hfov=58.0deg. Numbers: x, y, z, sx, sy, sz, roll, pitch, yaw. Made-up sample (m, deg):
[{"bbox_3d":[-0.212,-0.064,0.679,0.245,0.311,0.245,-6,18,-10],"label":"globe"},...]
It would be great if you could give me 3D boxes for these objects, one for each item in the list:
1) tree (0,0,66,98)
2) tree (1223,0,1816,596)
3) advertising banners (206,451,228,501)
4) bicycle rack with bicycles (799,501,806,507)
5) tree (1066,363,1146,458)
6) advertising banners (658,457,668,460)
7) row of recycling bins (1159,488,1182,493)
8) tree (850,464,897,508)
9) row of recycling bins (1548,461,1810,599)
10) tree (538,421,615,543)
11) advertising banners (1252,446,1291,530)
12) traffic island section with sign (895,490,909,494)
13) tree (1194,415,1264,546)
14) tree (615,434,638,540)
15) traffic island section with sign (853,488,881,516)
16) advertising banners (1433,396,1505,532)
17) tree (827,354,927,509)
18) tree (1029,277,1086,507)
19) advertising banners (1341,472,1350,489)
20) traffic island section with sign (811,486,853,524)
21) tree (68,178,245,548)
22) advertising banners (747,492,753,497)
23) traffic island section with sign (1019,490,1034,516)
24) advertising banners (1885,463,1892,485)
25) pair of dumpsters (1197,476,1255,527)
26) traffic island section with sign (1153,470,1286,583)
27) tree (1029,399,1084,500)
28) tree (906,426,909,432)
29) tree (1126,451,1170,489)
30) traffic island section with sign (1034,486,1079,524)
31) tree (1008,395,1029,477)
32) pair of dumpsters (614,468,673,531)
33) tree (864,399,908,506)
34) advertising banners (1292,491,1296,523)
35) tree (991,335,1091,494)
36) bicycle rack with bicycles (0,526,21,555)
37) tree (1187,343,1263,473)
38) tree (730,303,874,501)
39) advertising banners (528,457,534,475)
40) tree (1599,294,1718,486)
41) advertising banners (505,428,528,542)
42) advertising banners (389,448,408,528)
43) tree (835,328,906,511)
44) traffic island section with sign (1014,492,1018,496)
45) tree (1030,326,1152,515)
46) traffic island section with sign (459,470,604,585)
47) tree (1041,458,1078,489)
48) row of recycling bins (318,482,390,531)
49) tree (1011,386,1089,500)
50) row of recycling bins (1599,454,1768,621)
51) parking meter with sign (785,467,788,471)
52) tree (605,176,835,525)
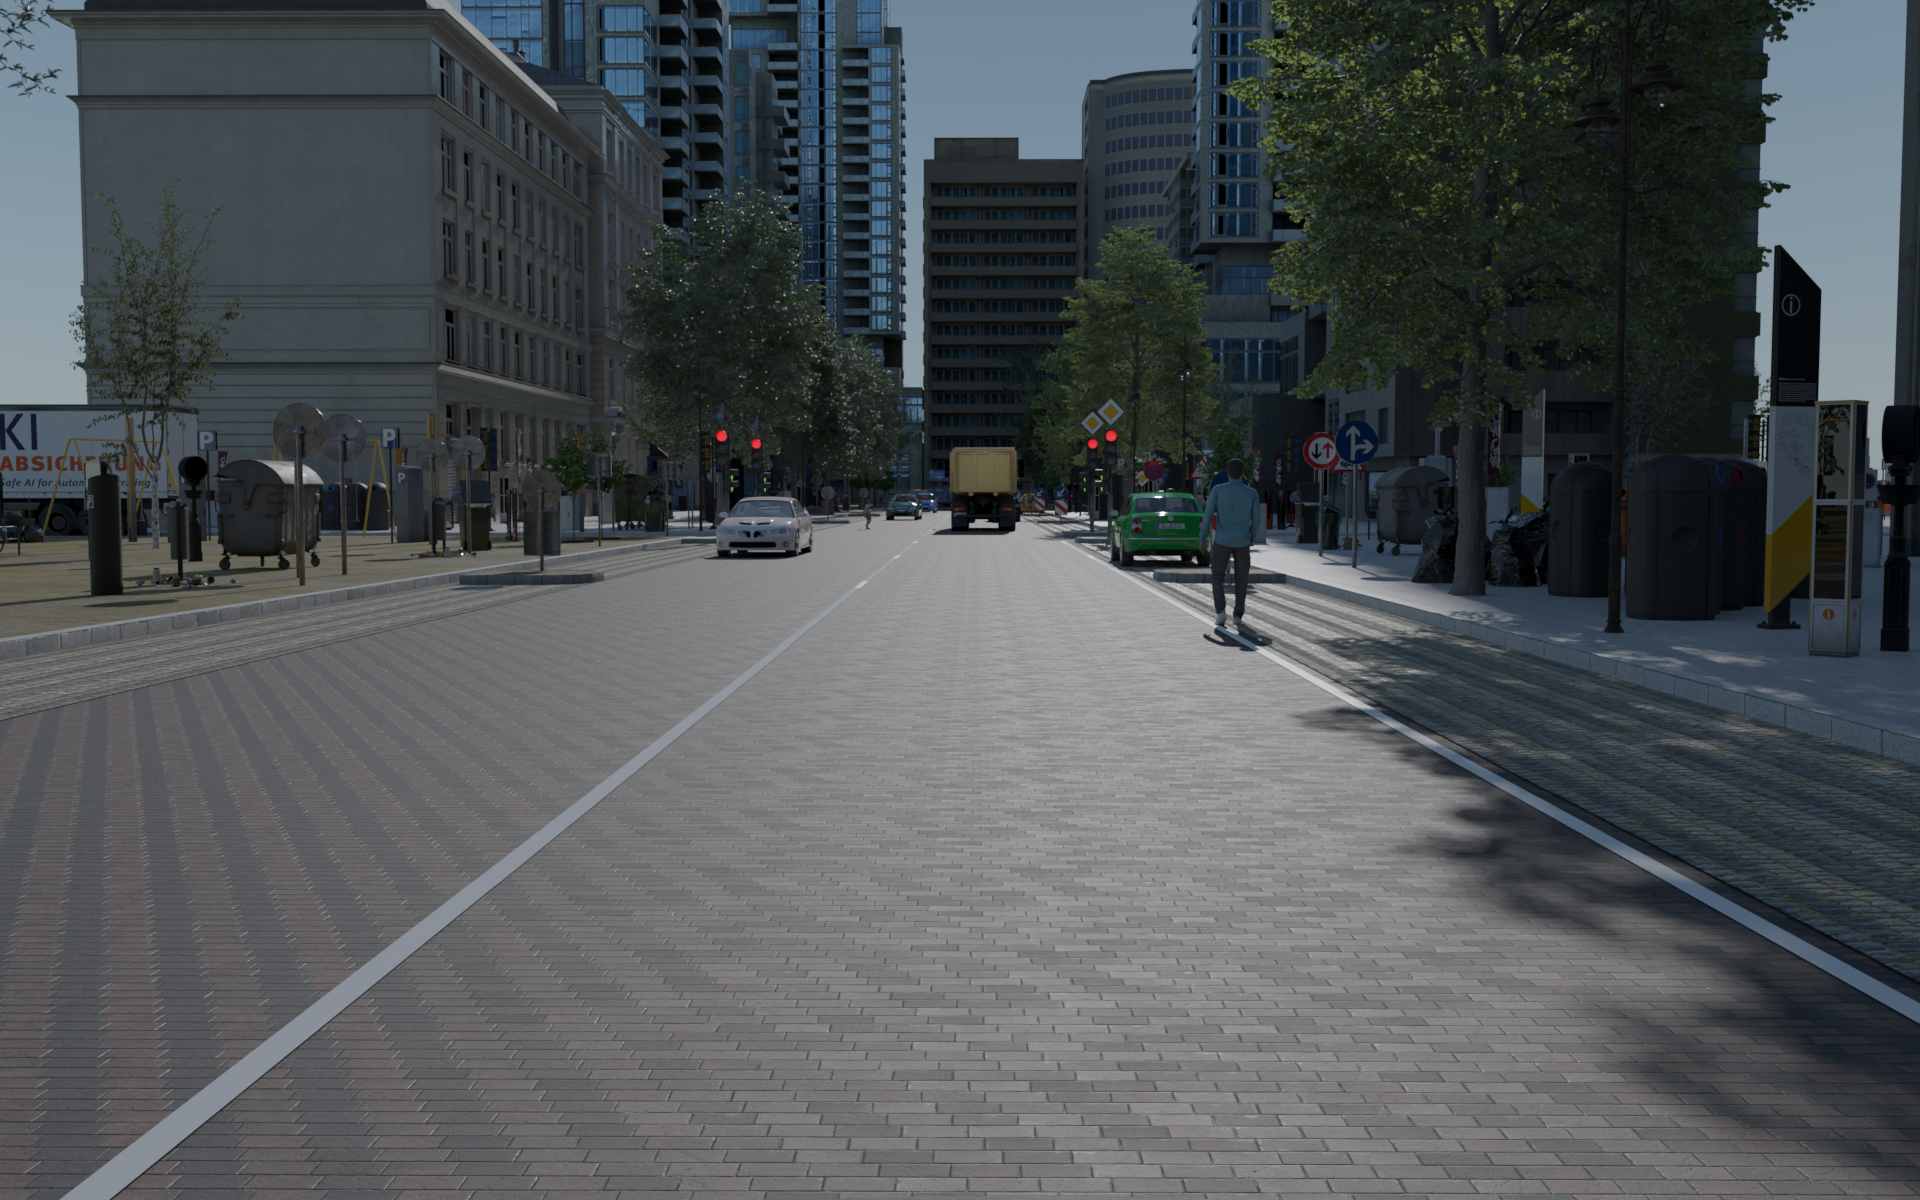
[{"bbox_3d":[-9.346,-6.149,10.912,12.009,13.543,11.850,0,3,0],"label":"tree"},{"bbox_3d":[6.807,-6.349,21.933,7.486,12.596,7.792,0,3,0],"label":"tree"},{"bbox_3d":[-30.193,-4.493,69.640,0.090,3.025,2.074,1,4,23],"label":"advertising banners"},{"bbox_3d":[-12.371,-7.219,131.413,2.925,0.926,2.852,-3,5,-44],"label":"bicycle rack with bicycles"},{"bbox_3d":[8.035,-8.877,95.499,4.360,8.622,3.978,0,3,0],"label":"tree"},{"bbox_3d":[-14.856,-5.283,82.565,2.074,3.025,0.090,1,4,15],"label":"advertising banners"},{"bbox_3d":[14.990,-7.333,127.007,3.534,1.692,1.069,2,4,25],"label":"row of recycling bins"},{"bbox_3d":[-8.937,-10.896,161.866,4.285,4.588,4.351,0,3,0],"label":"tree"},{"bbox_3d":[9.207,-0.885,21.581,3.534,1.692,1.069,0,4,8],"label":"row of recycling bins"},{"bbox_3d":[-10.409,-3.145,46.027,1.663,3.219,1.824,0,3,0],"label":"tree"},{"bbox_3d":[11.241,-4.084,62.954,0.090,3.025,2.074,-2,4,-28],"label":"advertising banners"},{"bbox_3d":[-5.629,-9.355,161.576,1.989,1.847,2.006,0,4,1],"label":"traffic island section with sign"},{"bbox_3d":[6.593,-2.940,42.673,1.663,3.219,1.824,0,3,0],"label":"tree"},{"bbox_3d":[-10.232,-3.325,48.965,1.663,3.219,1.824,0,3,0],"label":"tree"},{"bbox_3d":[-6.110,-6.253,110.860,1.989,1.847,2.006,0,4,1],"label":"traffic island section with sign"},{"bbox_3d":[8.995,-2.099,30.514,2.074,3.025,0.090,-3,5,-40],"label":"advertising banners"},{"bbox_3d":[-8.449,-14.699,150.694,12.009,13.543,11.850,0,3,0],"label":"tree"},{"bbox_3d":[7.658,-9.498,73.412,7.486,12.596,7.792,0,3,0],"label":"tree"},{"bbox_3d":[19.531,-5.406,84.570,2.074,3.025,0.090,1,4,21],"label":"advertising banners"},{"bbox_3d":[-6.356,-4.596,83.765,1.989,1.847,2.006,0,4,1],"label":"traffic island section with sign"},{"bbox_3d":[-19.067,-5.536,40.868,4.360,8.622,3.978,0,3,0],"label":"tree"},{"bbox_3d":[-15.274,-8.328,132.350,2.074,3.025,0.090,0,4,4],"label":"advertising banners"},{"bbox_3d":[5.010,-6.300,111.637,1.989,1.847,2.006,0,4,1],"label":"traffic island section with sign"},{"bbox_3d":[36.023,-4.258,65.809,2.074,3.025,0.090,0,4,-3],"label":"advertising banners"},{"bbox_3d":[9.699,-3.710,63.153,1.574,2.255,4.437,0,4,1],"label":"pair of dumpsters"},{"bbox_3d":[4.236,-1.224,28.642,1.989,1.847,2.006,0,4,1],"label":"traffic island section with sign"},{"bbox_3d":[7.369,-10.785,126.698,4.737,8.622,4.395,0,3,0],"label":"tree"},{"bbox_3d":[-8.870,-13.902,133.960,9.857,13.997,8.962,0,3,0],"label":"tree"},{"bbox_3d":[14.151,-8.958,130.171,4.285,4.588,4.351,0,3,0],"label":"tree"},{"bbox_3d":[4.766,-4.625,84.249,1.989,1.847,2.006,0,4,1],"label":"traffic island section with sign"},{"bbox_3d":[8.704,-15.631,173.699,7.486,12.596,7.792,0,3,0],"label":"tree"},{"bbox_3d":[-11.467,-3.667,62.453,1.574,2.255,4.437,0,4,0],"label":"pair of dumpsters"},{"bbox_3d":[-9.001,-15.488,178.986,9.928,11.665,9.643,0,3,0],"label":"tree"},{"bbox_3d":[14.624,-4.903,76.358,2.074,3.025,0.090,-2,4,-29],"label":"advertising banners"},{"bbox_3d":[9.634,-21.322,204.508,12.611,20.169,13.585,0,3,0],"label":"tree"},{"bbox_3d":[-20.811,-1.344,35.350,2.852,0.926,2.925,0,4,4],"label":"bicycle rack with bicycles"},{"bbox_3d":[12.751,-8.255,85.330,4.737,8.622,4.395,0,3,0],"label":"tree"},{"bbox_3d":[-9.812,-11.246,100.876,9.611,12.733,9.660,0,3,0],"label":"tree"},{"bbox_3d":[-19.864,-5.280,82.508,0.090,3.025,2.074,3,4,37],"label":"advertising banners"},{"bbox_3d":[25.855,-7.010,64.969,4.360,8.622,3.978,0,3,0],"label":"tree"},{"bbox_3d":[-11.989,-3.081,46.569,0.090,3.025,2.074,-2,4,-26],"label":"advertising banners"},{"bbox_3d":[-21.981,-4.281,66.176,2.074,3.025,0.090,1,4,15],"label":"advertising banners"},{"bbox_3d":[-9.457,-12.902,117.597,9.857,13.997,8.962,0,3,0],"label":"tree"},{"bbox_3d":[5.738,-10.969,187.971,1.989,1.847,2.006,0,4,1],"label":"traffic island section with sign"},{"bbox_3d":[8.154,-11.041,106.272,9.928,11.665,9.643,0,3,0],"label":"tree"},{"bbox_3d":[-6.887,-1.196,28.177,1.989,1.847,2.006,0,4,1],"label":"traffic island section with sign"},{"bbox_3d":[8.195,-9.537,139.640,4.285,4.588,4.351,0,3,0],"label":"tree"},{"bbox_3d":[-21.815,-3.328,61.520,3.534,1.692,1.069,1,4,18],"label":"row of recycling bins"},{"bbox_3d":[8.280,-13.177,149.861,7.601,10.594,8.767,1,4,23],"label":"tree"},{"bbox_3d":[8.062,-0.725,18.964,1.069,1.692,3.534,2,4,35],"label":"row of recycling bins"},{"bbox_3d":[-10.927,-6.907,109.196,0.543,3.016,1.738,1,4,8],"label":"parking meter with sign"},{"bbox_3d":[-9.821,-10.058,71.109,9.857,13.997,8.962,0,3,0],"label":"tree"}]
